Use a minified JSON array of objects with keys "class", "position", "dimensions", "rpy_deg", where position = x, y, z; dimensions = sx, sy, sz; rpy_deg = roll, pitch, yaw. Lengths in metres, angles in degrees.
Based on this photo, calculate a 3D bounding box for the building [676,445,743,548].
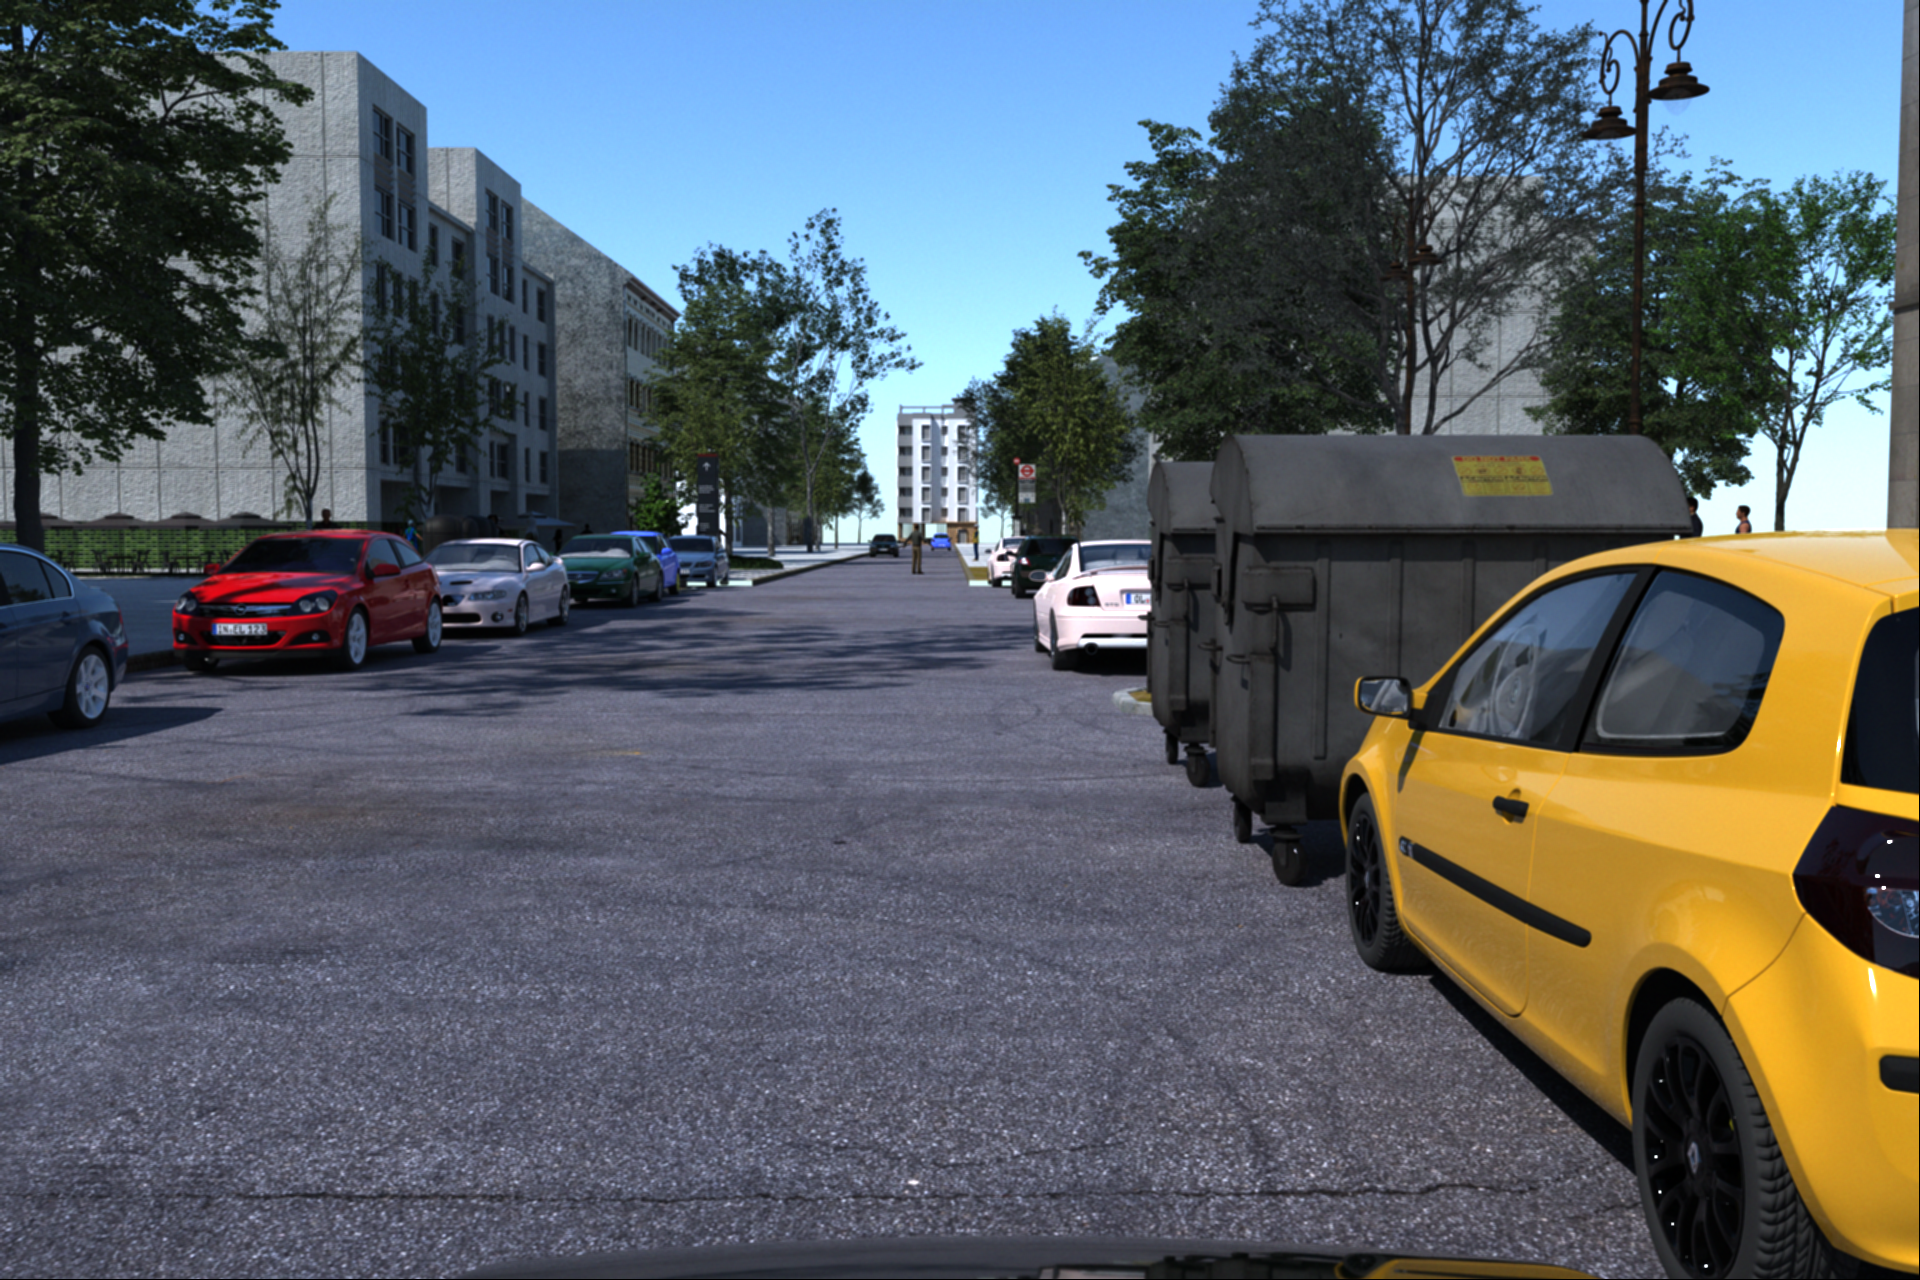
[{"class":"building","position":[-25.788,-13.918,169.707],"dimensions":[9.099,9.664,28.070],"rpy_deg":[0,4,-1]}]

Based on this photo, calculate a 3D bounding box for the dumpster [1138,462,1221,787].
[{"class":"dumpster","position":[2.039,-0.126,10.277],"dimensions":[1.865,1.857,1.264],"rpy_deg":[0,4,-1]}]

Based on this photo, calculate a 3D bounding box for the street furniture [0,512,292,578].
[{"class":"street furniture","position":[-35.121,-2.935,53.013],"dimensions":[27.439,1.986,14.083],"rpy_deg":[1,4,22]}]

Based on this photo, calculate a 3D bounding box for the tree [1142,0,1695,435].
[{"class":"tree","position":[8.490,-7.481,32.680],"dimensions":[12.009,13.543,11.850],"rpy_deg":[0,3,0]}]

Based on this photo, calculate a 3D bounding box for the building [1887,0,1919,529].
[{"class":"building","position":[27.432,-12.943,13.783],"dimensions":[24.374,26.755,37.873],"rpy_deg":[0,4,-1]}]

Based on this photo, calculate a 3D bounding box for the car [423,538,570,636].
[{"class":"car","position":[-7.071,-0.818,25.741],"dimensions":[2.083,1.381,4.827],"rpy_deg":[0,4,-1]}]

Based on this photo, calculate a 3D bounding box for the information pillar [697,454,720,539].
[{"class":"information pillar","position":[-8.161,-4.088,56.221],"dimensions":[0.750,3.857,0.750],"rpy_deg":[0,4,-1]}]

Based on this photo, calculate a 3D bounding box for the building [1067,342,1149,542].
[{"class":"building","position":[20.610,-20.809,171.147],"dimensions":[19.493,23.208,18.063],"rpy_deg":[0,4,0]}]

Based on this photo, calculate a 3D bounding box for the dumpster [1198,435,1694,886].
[{"class":"dumpster","position":[2.032,0.042,7.529],"dimensions":[1.865,1.857,1.264],"rpy_deg":[0,4,-1]}]

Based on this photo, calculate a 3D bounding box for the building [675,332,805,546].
[{"class":"building","position":[-27.852,-22.302,195.563],"dimensions":[19.493,23.208,18.063],"rpy_deg":[0,4,0]}]

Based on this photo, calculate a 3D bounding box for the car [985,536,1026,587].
[{"class":"car","position":[1.747,-2.183,48.060],"dimensions":[2.083,1.381,4.827],"rpy_deg":[0,4,-1]}]

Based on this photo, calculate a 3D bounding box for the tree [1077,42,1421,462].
[{"class":"tree","position":[7.912,-8.561,46.634],"dimensions":[9.857,13.997,8.962],"rpy_deg":[0,3,0]}]

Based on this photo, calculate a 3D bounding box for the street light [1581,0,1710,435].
[{"class":"street light","position":[5.735,-2.562,14.677],"dimensions":[0.468,5.910,1.993],"rpy_deg":[0,4,-1]}]

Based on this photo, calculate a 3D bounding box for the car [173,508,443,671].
[{"class":"car","position":[-7.210,-0.637,19.456],"dimensions":[2.155,1.783,4.494],"rpy_deg":[0,4,0]}]

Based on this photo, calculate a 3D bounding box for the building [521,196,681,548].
[{"class":"building","position":[-28.825,-17.074,110.095],"dimensions":[19.493,23.208,18.063],"rpy_deg":[0,4,0]}]

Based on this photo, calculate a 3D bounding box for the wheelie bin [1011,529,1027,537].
[{"class":"wheelie bin","position":[2.275,-3.630,67.266],"dimensions":[0.693,1.594,0.980],"rpy_deg":[0,4,0]}]

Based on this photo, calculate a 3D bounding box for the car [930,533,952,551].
[{"class":"car","position":[-1.634,-8.501,148.582],"dimensions":[1.945,1.707,3.694],"rpy_deg":[0,4,-2]}]

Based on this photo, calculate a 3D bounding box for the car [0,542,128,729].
[{"class":"car","position":[-7.247,0.030,11.507],"dimensions":[2.014,1.417,4.499],"rpy_deg":[0,4,-1]}]

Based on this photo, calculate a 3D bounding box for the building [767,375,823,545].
[{"class":"building","position":[-27.328,-23.722,218.775],"dimensions":[19.493,23.208,18.063],"rpy_deg":[0,4,-1]}]

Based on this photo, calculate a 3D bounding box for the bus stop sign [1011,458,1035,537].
[{"class":"bus stop sign","position":[2.200,-4.386,60.410],"dimensions":[0.855,3.939,0.416],"rpy_deg":[0,4,-1]}]

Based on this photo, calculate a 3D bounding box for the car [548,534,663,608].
[{"class":"car","position":[-7.224,-1.430,35.180],"dimensions":[2.131,1.459,4.920],"rpy_deg":[0,3,0]}]

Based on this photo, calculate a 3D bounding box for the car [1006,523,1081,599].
[{"class":"car","position":[2.068,-1.840,39.867],"dimensions":[2.009,1.686,4.222],"rpy_deg":[0,3,0]}]

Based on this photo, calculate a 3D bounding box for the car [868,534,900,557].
[{"class":"car","position":[-4.696,-5.984,107.630],"dimensions":[2.009,1.686,4.222],"rpy_deg":[0,4,0]}]

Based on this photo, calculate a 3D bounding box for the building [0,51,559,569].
[{"class":"building","position":[-30.481,-13.031,79.516],"dimensions":[16.747,18.905,31.486],"rpy_deg":[0,4,0]}]

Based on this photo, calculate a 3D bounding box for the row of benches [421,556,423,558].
[{"class":"row of benches","position":[-16.295,-2.248,52.210],"dimensions":[4.104,0.672,1.422],"rpy_deg":[-1,4,-16]}]

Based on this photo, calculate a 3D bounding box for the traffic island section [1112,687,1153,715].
[{"class":"traffic island section","position":[2.296,0.517,14.417],"dimensions":[1.991,0.108,1.994],"rpy_deg":[0,4,0]}]

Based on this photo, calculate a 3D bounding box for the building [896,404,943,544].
[{"class":"building","position":[-8.674,-23.568,244.217],"dimensions":[11.380,20.090,16.016],"rpy_deg":[0,4,1]}]

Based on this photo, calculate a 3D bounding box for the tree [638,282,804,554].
[{"class":"tree","position":[-10.986,-9.827,78.801],"dimensions":[7.486,12.596,7.792],"rpy_deg":[0,3,0]}]

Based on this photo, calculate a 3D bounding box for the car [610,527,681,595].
[{"class":"car","position":[-7.488,-1.841,39.687],"dimensions":[1.945,1.707,3.694],"rpy_deg":[0,4,0]}]

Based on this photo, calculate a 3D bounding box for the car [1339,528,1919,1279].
[{"class":"car","position":[2.172,0.347,4.556],"dimensions":[2.015,1.641,3.980],"rpy_deg":[0,3,0]}]

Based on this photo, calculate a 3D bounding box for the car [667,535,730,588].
[{"class":"car","position":[-7.369,-2.172,47.511],"dimensions":[2.014,1.417,4.499],"rpy_deg":[0,4,-1]}]

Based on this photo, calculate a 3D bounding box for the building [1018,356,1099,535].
[{"class":"building","position":[20.929,-22.666,214.567],"dimensions":[27.936,21.610,32.646],"rpy_deg":[0,4,0]}]

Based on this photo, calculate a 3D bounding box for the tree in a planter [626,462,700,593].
[{"class":"tree in a planter","position":[-7.525,-2.797,42.947],"dimensions":[1.991,3.239,1.994],"rpy_deg":[0,4,0]}]

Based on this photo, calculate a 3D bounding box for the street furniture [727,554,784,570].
[{"class":"street furniture","position":[-9.991,-3.096,66.246],"dimensions":[5.734,0.657,10.072],"rpy_deg":[-1,4,-11]}]

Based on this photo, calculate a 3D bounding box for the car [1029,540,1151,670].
[{"class":"car","position":[1.859,-0.443,19.610],"dimensions":[2.083,1.381,4.827],"rpy_deg":[0,4,-1]}]

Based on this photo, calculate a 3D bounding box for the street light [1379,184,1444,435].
[{"class":"street light","position":[6.051,-3.094,23.379],"dimensions":[0.468,5.910,1.993],"rpy_deg":[0,4,-1]}]

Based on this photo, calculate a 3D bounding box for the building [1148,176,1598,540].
[{"class":"building","position":[20.412,-13.934,94.278],"dimensions":[16.747,18.905,31.486],"rpy_deg":[0,3,0]}]
